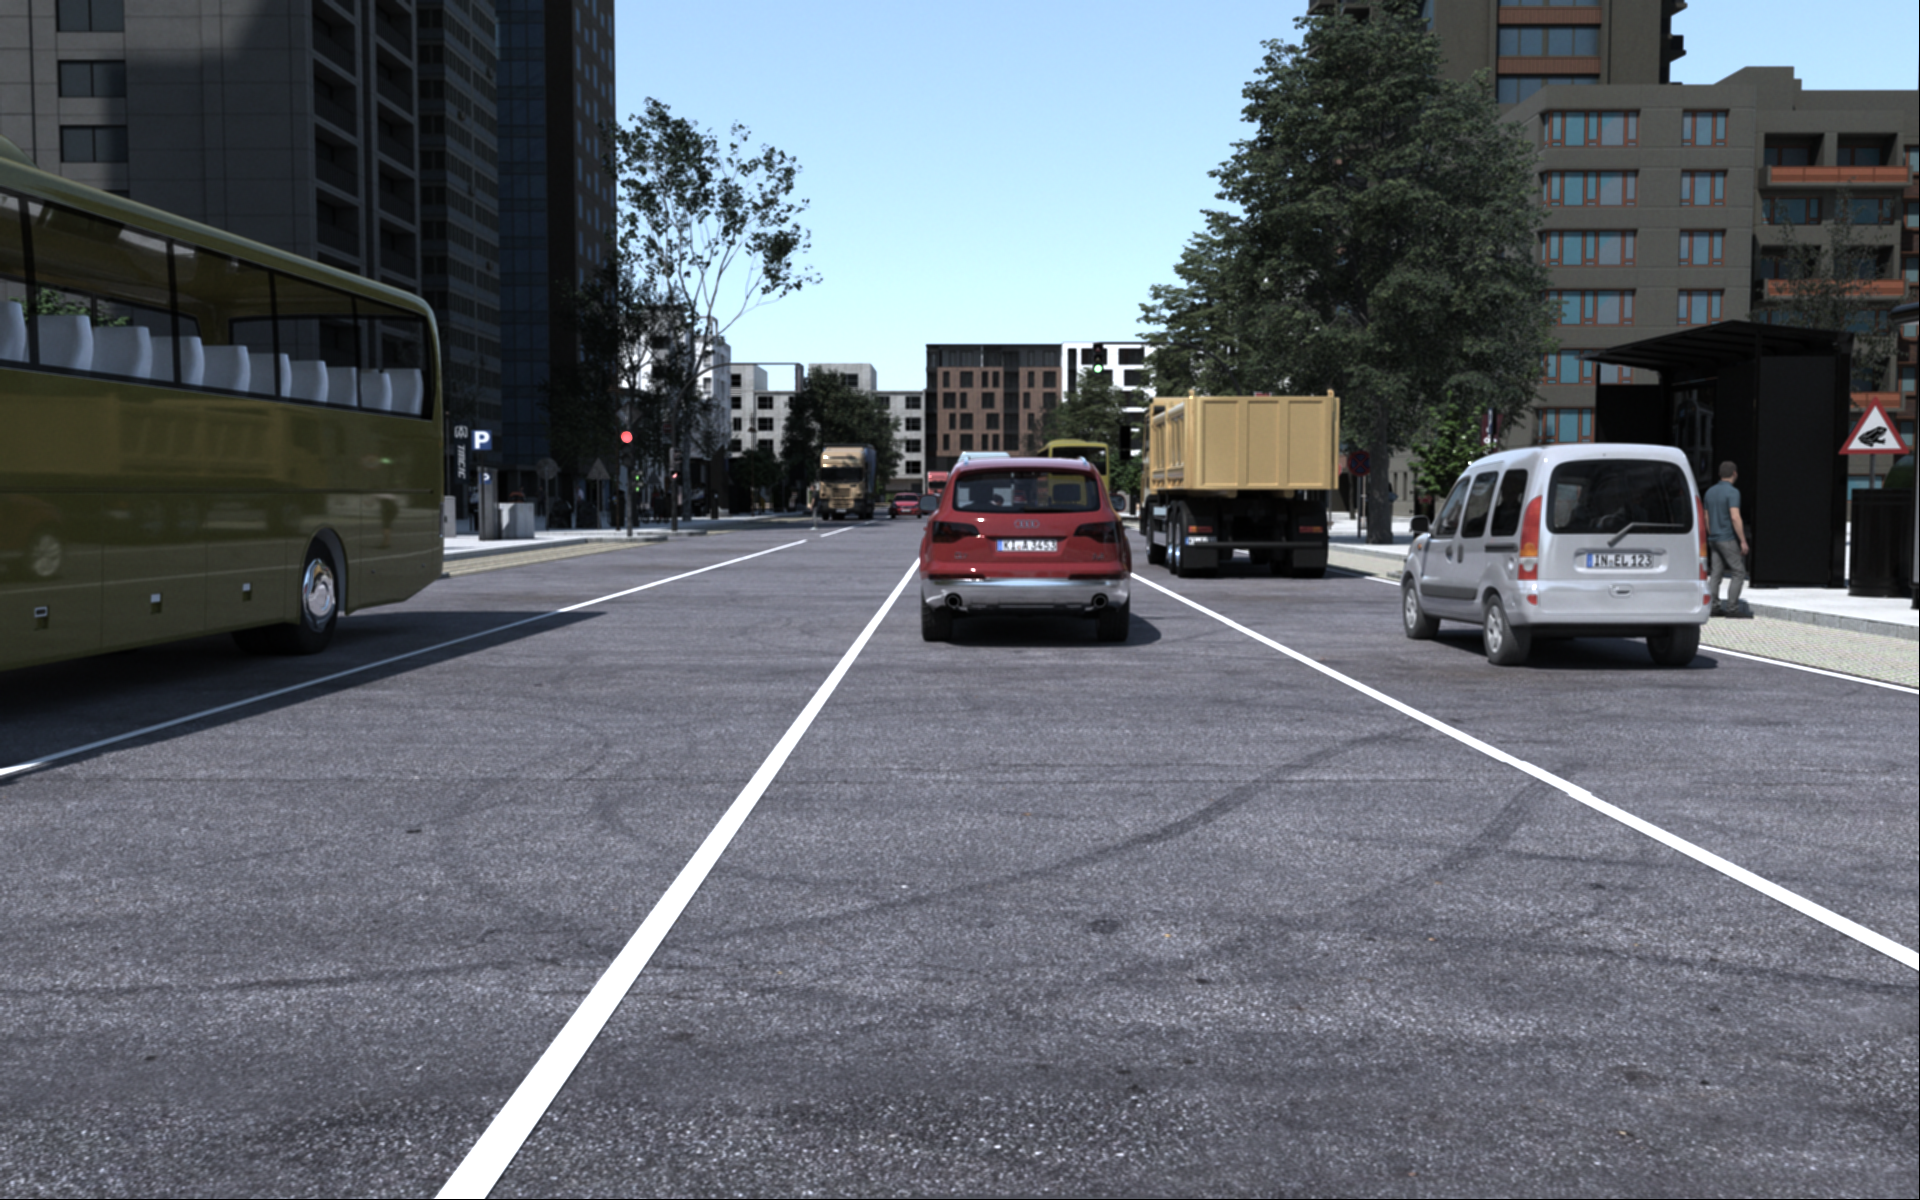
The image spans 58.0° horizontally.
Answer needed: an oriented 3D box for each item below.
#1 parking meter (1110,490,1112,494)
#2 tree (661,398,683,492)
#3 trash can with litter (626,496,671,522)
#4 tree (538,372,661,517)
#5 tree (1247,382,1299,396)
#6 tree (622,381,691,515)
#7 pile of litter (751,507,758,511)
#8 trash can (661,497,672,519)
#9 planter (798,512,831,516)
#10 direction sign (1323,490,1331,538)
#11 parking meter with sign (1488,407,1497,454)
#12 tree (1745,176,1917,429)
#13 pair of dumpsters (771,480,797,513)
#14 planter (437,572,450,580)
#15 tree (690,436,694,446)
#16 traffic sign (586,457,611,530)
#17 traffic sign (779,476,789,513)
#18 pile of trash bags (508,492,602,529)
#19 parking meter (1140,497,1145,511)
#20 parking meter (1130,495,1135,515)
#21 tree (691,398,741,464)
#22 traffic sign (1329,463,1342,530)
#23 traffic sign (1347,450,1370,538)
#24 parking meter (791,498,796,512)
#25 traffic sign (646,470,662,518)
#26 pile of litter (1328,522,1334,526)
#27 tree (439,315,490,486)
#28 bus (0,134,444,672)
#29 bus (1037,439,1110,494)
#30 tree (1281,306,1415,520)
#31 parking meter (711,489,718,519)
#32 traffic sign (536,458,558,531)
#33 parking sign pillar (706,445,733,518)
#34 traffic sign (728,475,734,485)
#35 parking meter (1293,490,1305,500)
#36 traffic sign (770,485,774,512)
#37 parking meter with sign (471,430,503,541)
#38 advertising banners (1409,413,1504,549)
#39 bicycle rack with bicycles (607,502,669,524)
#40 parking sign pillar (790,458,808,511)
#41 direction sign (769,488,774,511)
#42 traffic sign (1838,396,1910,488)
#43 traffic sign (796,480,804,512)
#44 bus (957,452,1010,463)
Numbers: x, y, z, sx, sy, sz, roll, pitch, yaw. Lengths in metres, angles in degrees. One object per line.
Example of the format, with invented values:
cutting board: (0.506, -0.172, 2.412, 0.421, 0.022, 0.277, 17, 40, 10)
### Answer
parking meter: (11.495, -7.805, 133.320, 0.399, 1.863, 0.255, -1, 4, -18)
tree: (-21.866, -10.114, 115.723, 4.737, 8.622, 4.395, 0, 3, 0)
trash can with litter: (-14.080, -4.143, 78.801, 2.233, 1.210, 1.678, -1, 4, -16)
tree: (-20.333, -9.023, 97.883, 4.737, 8.622, 4.395, 0, 3, 0)
tree: (19.716, -9.498, 105.653, 4.737, 8.622, 4.395, 0, 3, 0)
tree: (-19.021, -9.549, 106.494, 4.360, 8.622, 3.978, 0, 3, 0)
pile of litter: (-15.652, -7.078, 129.686, 1.719, 0.858, 1.176, -3, 5, -44)
trash can: (-15.347, -4.829, 90.613, 0.748, 1.137, 0.748, 0, 3, 0)
planter: (-9.361, -5.537, 111.667, 1.991, 0.319, 1.994, 0, 4, 0)
direction sign: (10.599, -3.567, 50.320, 0.876, 3.537, 0.379, -3, 5, -41)
parking meter with sign: (11.552, -2.363, 34.888, 1.738, 3.016, 0.543, 0, 4, 7)
tree: (20.397, -5.556, 41.198, 4.360, 8.622, 3.978, 0, 3, 0)
pair of dumpsters: (-12.315, -7.247, 120.974, 1.574, 2.255, 4.437, 0, 4, 0)
planter: (-9.723, -0.488, 29.122, 1.991, 0.319, 1.994, 0, 4, 0)
tree: (-21.582, -10.882, 128.285, 4.737, 8.622, 4.395, 0, 3, 0)
traffic sign: (-12.756, -3.735, 61.067, 0.884, 2.594, 0.081, 0, 4, 6)
traffic sign: (-11.757, -7.043, 115.259, 0.768, 2.556, 0.104, 1, 4, 10)
pile of trash bags: (-15.133, -3.365, 64.773, 3.447, 1.369, 1.912, 0, 4, -8)
parking meter: (13.679, -7.434, 129.964, 0.372, 1.533, 0.369, 0, 3, 0)
parking meter: (10.501, -5.918, 105.164, 0.372, 1.533, 0.369, 0, 3, 0)
tree: (-19.128, -11.209, 133.632, 4.360, 8.622, 3.978, 0, 3, 0)
traffic sign: (13.290, -3.794, 62.145, 0.768, 2.556, 0.104, 0, 4, 5)
traffic sign: (11.633, -3.076, 50.398, 0.768, 2.556, 0.104, 0, 4, 7)
parking meter: (-12.001, -7.120, 124.819, 0.372, 1.533, 0.369, 0, 3, 0)
traffic sign: (-16.518, -5.712, 93.396, 0.884, 2.594, 0.081, 0, 4, 2)
pile of litter: (14.662, -3.463, 70.581, 1.176, 0.858, 1.719, 1, 4, 20)
tree: (-21.201, -7.309, 69.857, 4.360, 8.622, 3.978, 0, 3, 0)
bus: (-7.014, -1.292, 12.665, 2.896, 3.916, 12.252, 0, 4, 2)
bus: (4.867, -5.221, 76.911, 2.896, 3.916, 12.252, 0, 3, 0)
tree: (19.367, -9.306, 86.572, 7.601, 10.594, 8.767, 1, 4, 21)
parking meter: (-12.522, -4.890, 88.366, 0.372, 1.533, 0.369, 0, 3, 0)
traffic sign: (-14.442, -3.697, 60.552, 0.768, 2.556, 0.104, 0, 4, 2)
parking sign pillar: (-13.230, -6.526, 95.173, 1.447, 3.967, 1.447, -3, 4, -39)
traffic sign: (-13.389, -6.072, 99.273, 0.884, 2.594, 0.081, 0, 4, 2)
parking meter: (12.582, -3.587, 64.363, 0.399, 1.863, 0.255, -1, 4, -22)
traffic sign: (-13.932, -7.778, 127.280, 0.768, 2.556, 0.104, 0, 4, 5)
parking meter with sign: (-13.055, -3.163, 47.984, 0.543, 3.016, 1.738, 0, 4, -4)
advertising banners: (10.757, -2.526, 37.492, 2.074, 3.025, 0.090, 0, 4, -7)
bicycle rack with bicycles: (-14.100, -3.781, 75.209, 2.852, 0.926, 2.925, -2, 4, -24)
parking sign pillar: (-12.211, -8.706, 130.820, 1.447, 3.967, 1.447, 2, 4, 25)
direction sign: (-14.446, -8.606, 132.698, 0.876, 3.537, 0.379, -3, 4, -37)
traffic sign: (12.195, -1.417, 23.168, 0.884, 2.594, 0.081, 1, 4, 9)
traffic sign: (-11.708, -7.605, 126.475, 0.606, 2.300, 0.079, 0, 4, 4)
bus: (1.206, -5.357, 82.454, 2.948, 3.499, 13.247, 0, 4, 1)
